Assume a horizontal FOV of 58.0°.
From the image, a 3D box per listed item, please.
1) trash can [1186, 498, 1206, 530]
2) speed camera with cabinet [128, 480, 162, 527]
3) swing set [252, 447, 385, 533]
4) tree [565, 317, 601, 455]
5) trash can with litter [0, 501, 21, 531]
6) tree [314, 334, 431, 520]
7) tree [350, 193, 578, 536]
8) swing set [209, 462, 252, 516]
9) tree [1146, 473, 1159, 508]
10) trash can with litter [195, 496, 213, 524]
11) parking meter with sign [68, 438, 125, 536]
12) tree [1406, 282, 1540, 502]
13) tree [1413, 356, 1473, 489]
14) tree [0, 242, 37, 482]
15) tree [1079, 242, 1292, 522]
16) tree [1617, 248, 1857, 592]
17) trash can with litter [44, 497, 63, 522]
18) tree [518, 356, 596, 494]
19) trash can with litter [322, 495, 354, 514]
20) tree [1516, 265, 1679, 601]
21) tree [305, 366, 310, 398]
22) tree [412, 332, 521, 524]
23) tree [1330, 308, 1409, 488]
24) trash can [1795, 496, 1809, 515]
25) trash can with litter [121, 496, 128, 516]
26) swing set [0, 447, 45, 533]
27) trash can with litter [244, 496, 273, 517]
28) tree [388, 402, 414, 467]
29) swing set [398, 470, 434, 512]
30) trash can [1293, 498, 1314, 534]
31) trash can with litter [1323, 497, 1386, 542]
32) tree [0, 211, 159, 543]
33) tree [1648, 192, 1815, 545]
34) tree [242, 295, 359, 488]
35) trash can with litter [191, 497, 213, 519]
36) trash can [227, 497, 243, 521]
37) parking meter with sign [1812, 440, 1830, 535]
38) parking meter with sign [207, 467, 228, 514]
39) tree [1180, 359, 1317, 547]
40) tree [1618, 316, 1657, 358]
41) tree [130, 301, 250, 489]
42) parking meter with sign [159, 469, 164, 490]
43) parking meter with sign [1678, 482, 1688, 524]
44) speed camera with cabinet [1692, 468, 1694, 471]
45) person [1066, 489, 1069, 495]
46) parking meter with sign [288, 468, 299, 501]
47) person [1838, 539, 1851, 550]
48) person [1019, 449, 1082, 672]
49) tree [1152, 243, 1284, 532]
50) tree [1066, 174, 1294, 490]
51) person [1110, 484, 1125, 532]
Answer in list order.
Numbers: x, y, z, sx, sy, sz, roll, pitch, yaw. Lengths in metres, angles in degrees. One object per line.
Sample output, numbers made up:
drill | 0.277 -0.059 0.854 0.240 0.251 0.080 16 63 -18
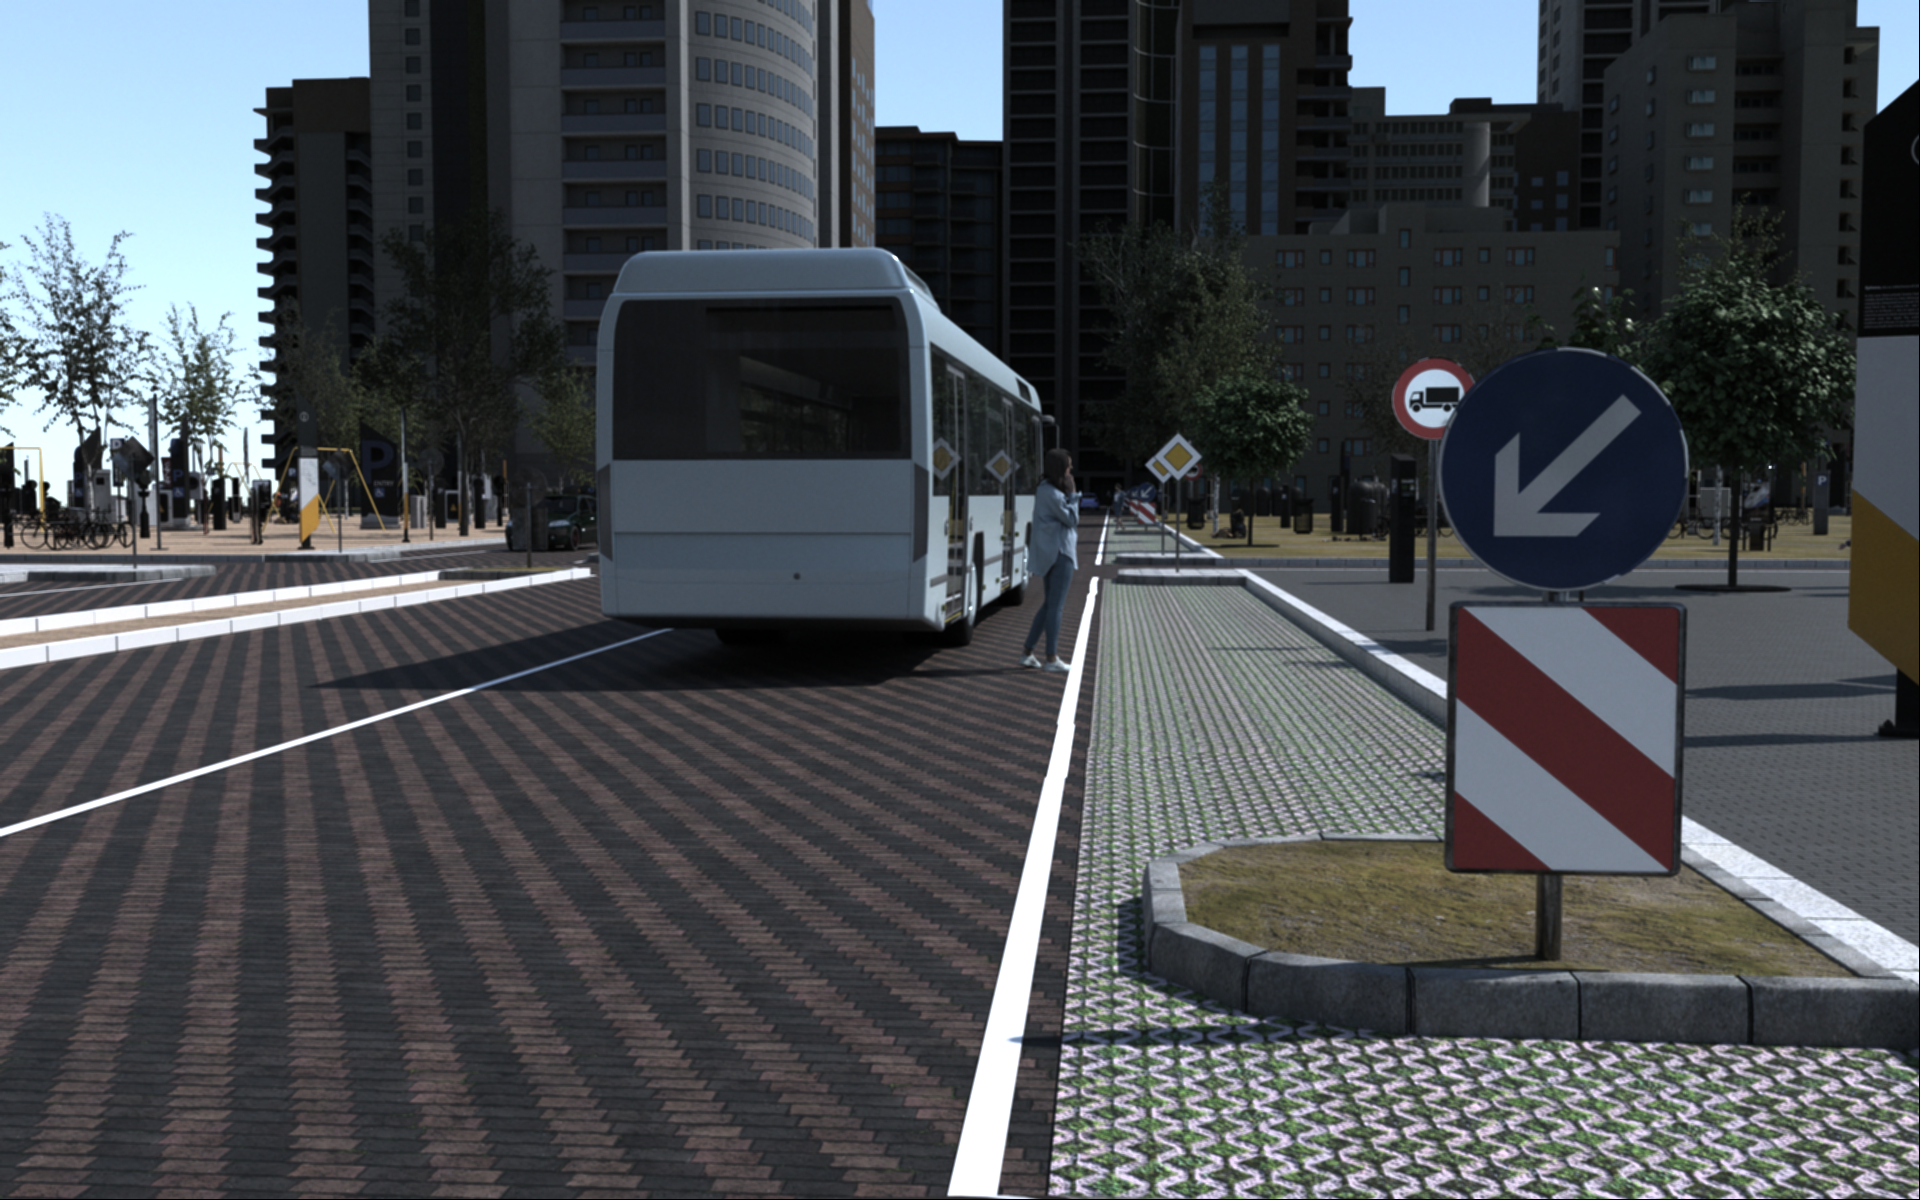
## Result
trash can | 8.550 -3.127 62.773 0.748 1.137 0.748 0 3 0
speed camera with cabinet | -32.413 -4.546 68.665 0.660 3.252 2.038 -3 4 -39
swing set | -21.744 -3.751 58.956 2.862 2.851 3.119 1 4 16
tree | -13.770 -7.372 70.896 4.360 8.622 3.978 0 3 0
trash can with litter | -34.311 -3.086 61.516 1.678 1.210 2.233 -2 4 -31
tree | -25.817 -7.855 78.796 4.737 8.622 4.395 0 3 0
tree | -14.939 -7.247 52.907 8.767 10.594 7.601 3 4 38
swing set | -35.953 -5.462 86.926 2.862 2.851 3.119 0 4 -4
tree | 19.068 -10.970 173.963 1.663 3.219 1.824 0 3 0
trash can with litter | -31.729 -3.777 73.147 1.055 1.170 0.624 -2 4 -28
parking meter with sign | -26.542 -3.485 53.236 0.543 3.016 1.738 1 4 23
tree | 18.077 -6.671 59.439 4.360 8.622 3.978 0 3 0
tree | 25.779 -8.690 92.447 4.737 8.622 4.395 0 3 0
tree | -27.211 -5.923 47.199 4.737 8.622 4.395 0 3 0
tree | 10.714 -9.903 78.930 9.611 12.733 9.660 0 3 0
tree | 10.436 -2.410 23.122 4.285 4.588 4.351 0 3 0
trash can with litter | -40.328 -4.030 77.283 0.624 1.170 1.055 1 4 19
tree | -20.059 -8.356 86.983 4.737 8.622 4.395 0 3 0
trash can with litter | -40.315 -6.162 111.801 2.233 1.210 1.678 0 4 -5
tree | 5.354 -1.236 14.812 1.663 3.219 1.824 0 3 0
tree | -30.546 -8.340 86.716 4.737 8.622 4.395 0 3 0
tree | -20.653 -7.491 72.841 4.360 8.622 3.978 0 3 0
tree | 16.951 -7.282 69.420 4.360 8.622 3.978 0 3 0
trash can | 51.320 -5.745 105.581 0.748 1.137 0.748 0 3 0
trash can with litter | -48.624 -5.553 101.851 2.233 1.210 1.678 -1 4 -22
swing set | -32.127 -3.652 57.333 3.119 2.851 2.862 -2 4 -26
trash can with litter | -40.241 -5.411 99.531 2.233 1.210 1.678 -1 4 -22
tree | -31.766 -9.308 102.548 4.360 8.622 3.978 0 3 0
swing set | -35.965 -7.093 113.598 2.862 2.851 3.119 0 4 -6
trash can | 11.069 -2.702 55.833 0.748 1.137 0.748 0 3 0
trash can with litter | 10.782 -2.222 47.389 2.233 1.210 1.678 -1 4 -20
tree | -22.856 -5.796 45.130 4.360 8.622 3.978 0 3 0
tree | 19.217 -5.693 43.443 4.737 8.622 4.395 0 3 0
tree | -24.049 -6.935 63.753 4.360 8.622 3.978 0 3 0
trash can with litter | -38.617 -4.716 88.166 1.678 1.210 2.233 0 4 -3
trash can | -34.627 -4.348 82.737 0.748 1.137 0.748 0 3 0
parking meter with sign | 27.241 -3.582 54.827 0.543 3.016 1.738 1 4 23
parking meter with sign | -47.668 -7.042 111.399 1.738 3.016 0.543 2 4 34
tree | 7.020 -3.579 42.233 4.285 4.588 4.351 0 3 0
tree | 27.716 -7.343 70.415 4.360 8.622 3.978 0 3 0
tree | -28.808 -7.044 65.539 4.737 8.622 4.395 0 3 0
parking meter with sign | -45.277 -6.240 98.291 0.543 3.016 1.738 0 4 -3
parking meter with sign | 31.781 -4.846 75.491 1.738 3.016 0.543 -1 4 -12
speed camera with cabinet | 42.447 -6.542 101.305 0.660 3.252 2.038 0 4 8
person | 5.893 -5.259 94.587 0.391 1.810 0.635 -1 4 -18
parking meter with sign | -44.378 -7.296 115.545 0.543 3.016 1.738 -2 4 -31
person | 16.922 -1.103 32.027 0.738 1.151 1.012 -3 4 -36
person | 0.725 -0.320 14.003 0.793 1.790 0.793 -3 5 -43
tree | 7.644 -6.194 51.641 4.737 8.622 4.395 0 3 0
tree | 12.967 -15.134 103.328 12.611 20.169 13.585 0 3 0
person | 5.929 -3.417 64.395 0.654 1.822 0.581 -2 4 -28
